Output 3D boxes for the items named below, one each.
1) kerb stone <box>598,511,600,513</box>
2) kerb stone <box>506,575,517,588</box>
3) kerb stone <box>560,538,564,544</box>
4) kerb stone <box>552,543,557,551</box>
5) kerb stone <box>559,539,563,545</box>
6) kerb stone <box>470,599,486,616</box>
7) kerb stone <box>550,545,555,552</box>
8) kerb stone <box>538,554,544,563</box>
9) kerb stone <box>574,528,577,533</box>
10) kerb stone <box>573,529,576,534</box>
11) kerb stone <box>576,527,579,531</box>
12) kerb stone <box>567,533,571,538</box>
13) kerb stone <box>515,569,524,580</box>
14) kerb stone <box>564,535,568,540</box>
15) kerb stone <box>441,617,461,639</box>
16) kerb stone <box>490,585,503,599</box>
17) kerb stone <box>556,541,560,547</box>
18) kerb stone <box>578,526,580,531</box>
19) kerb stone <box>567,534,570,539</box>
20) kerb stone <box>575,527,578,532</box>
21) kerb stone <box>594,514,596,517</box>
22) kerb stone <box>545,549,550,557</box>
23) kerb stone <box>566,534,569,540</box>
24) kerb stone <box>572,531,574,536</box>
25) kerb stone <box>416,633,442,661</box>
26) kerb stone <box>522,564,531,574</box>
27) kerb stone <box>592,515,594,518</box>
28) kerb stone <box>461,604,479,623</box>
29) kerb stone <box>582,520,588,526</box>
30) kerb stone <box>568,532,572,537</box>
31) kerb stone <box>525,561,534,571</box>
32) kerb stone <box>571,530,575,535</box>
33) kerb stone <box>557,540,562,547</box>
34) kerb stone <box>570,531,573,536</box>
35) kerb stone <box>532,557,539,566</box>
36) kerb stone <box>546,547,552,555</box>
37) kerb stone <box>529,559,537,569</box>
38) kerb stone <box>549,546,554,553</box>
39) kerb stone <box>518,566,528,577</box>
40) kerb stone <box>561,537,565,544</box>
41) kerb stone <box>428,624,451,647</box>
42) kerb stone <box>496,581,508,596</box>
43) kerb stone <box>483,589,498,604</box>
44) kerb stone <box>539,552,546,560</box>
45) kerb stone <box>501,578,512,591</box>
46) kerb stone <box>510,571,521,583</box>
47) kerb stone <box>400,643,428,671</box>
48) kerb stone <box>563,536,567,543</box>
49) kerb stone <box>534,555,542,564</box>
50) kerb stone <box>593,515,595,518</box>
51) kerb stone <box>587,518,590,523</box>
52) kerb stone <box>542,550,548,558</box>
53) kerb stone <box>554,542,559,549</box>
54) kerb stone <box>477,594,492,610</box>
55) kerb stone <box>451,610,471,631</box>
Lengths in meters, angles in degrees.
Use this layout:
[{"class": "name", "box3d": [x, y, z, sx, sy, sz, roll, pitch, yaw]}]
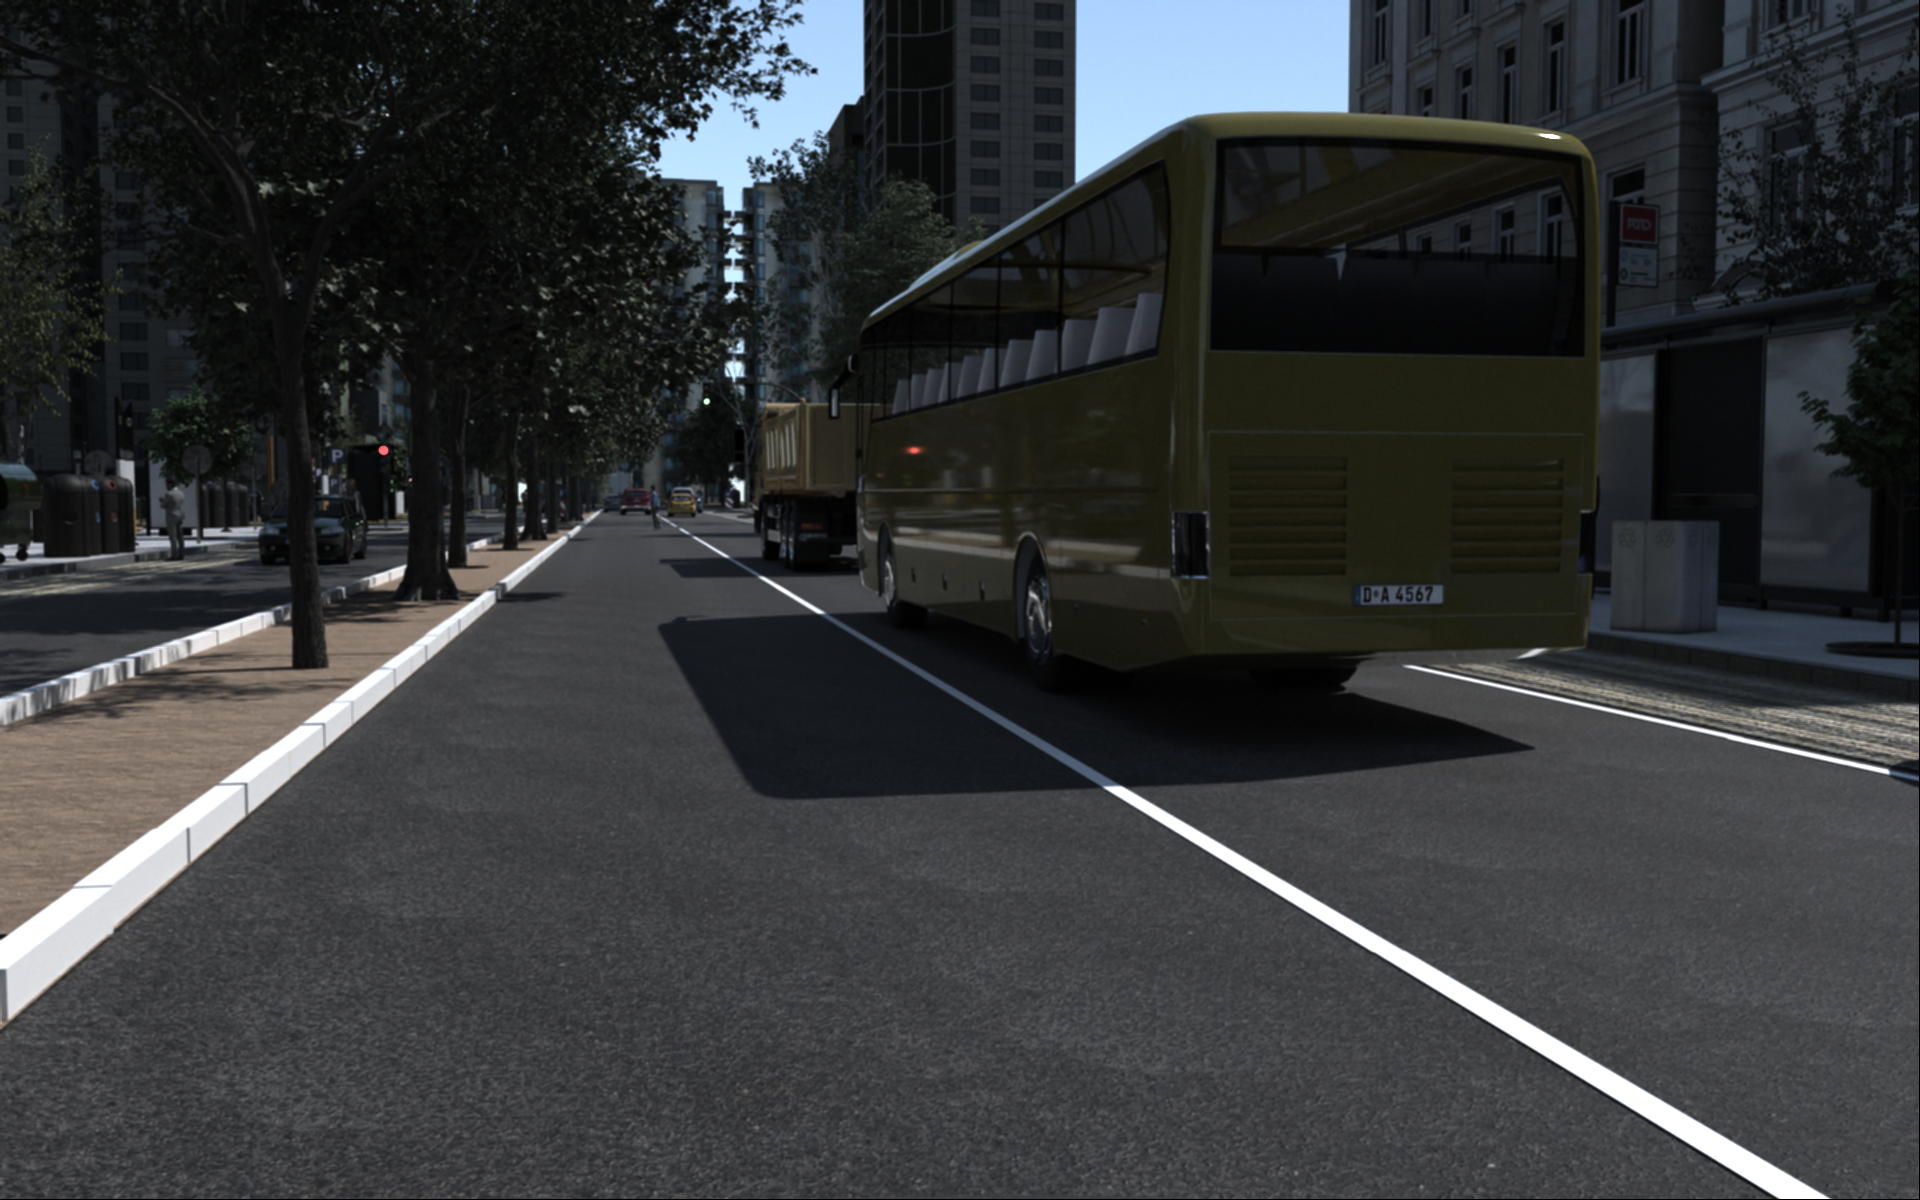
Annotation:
[{"class": "kerb stone", "box3d": [-24.241, -5.695, 115.349, 0.120, 0.150, 1.000, -1, 4, -11]}, {"class": "kerb stone", "box3d": [-6.858, -0.250, 26.296, 0.120, 0.150, 1.000, -1, 4, -11]}, {"class": "kerb stone", "box3d": [-10.986, -1.543, 47.426, 0.120, 0.150, 1.000, -1, 4, -11]}, {"class": "kerb stone", "box3d": [-10.000, -1.235, 42.392, 0.120, 0.150, 1.000, -1, 4, -11]}, {"class": "kerb stone", "box3d": [-10.792, -1.482, 46.418, 0.120, 0.150, 1.000, -1, 4, -11]}, {"class": "kerb stone", "box3d": [-5.682, 0.120, 20.266, 0.120, 0.150, 1.000, -1, 4, -11]}, {"class": "kerb stone", "box3d": [-9.809, -1.174, 41.388, 0.120, 0.150, 1.000, -1, 4, -11]}, {"class": "kerb stone", "box3d": [-8.637, -0.805, 35.359, 0.120, 0.150, 1.000, -1, 4, -11]}, {"class": "kerb stone", "box3d": [-13.545, -2.340, 60.531, 0.120, 0.150, 1.000, -1, 4, -11]}, {"class": "kerb stone", "box3d": [-13.146, -2.216, 58.512, 0.120, 0.150, 1.000, -1, 4, -11]}, {"class": "kerb stone", "box3d": [-13.931, -2.466, 62.540, 0.120, 0.150, 1.000, -1, 4, -11]}, {"class": "kerb stone", "box3d": [-12.170, -1.913, 53.481, 0.120, 0.150, 1.000, -1, 4, -11]}, {"class": "kerb stone", "box3d": [-7.255, -0.374, 28.318, 0.120, 0.150, 1.000, -1, 4, -11]}, {"class": "kerb stone", "box3d": [-11.570, -1.728, 50.454, 0.120, 0.150, 1.000, -1, 4, -11]}, {"class": "kerb stone", "box3d": [-5.099, 0.303, 17.246, 0.120, 0.150, 1.000, -1, 4, -11]}, {"class": "kerb stone", "box3d": [-6.279, -0.066, 23.280, 0.120, 0.150, 1.000, -1, 4, -11]}, {"class": "kerb stone", "box3d": [-10.392, -1.355, 44.401, 0.120, 0.150, 1.000, -1, 4, -11]}, {"class": "kerb stone", "box3d": [-14.325, -2.590, 64.547, 0.120, 0.150, 1.000, -1, 4, -11]}, {"class": "kerb stone", "box3d": [-11.972, -1.848, 52.476, 0.120, 0.150, 1.000, -1, 4, -11]}, {"class": "kerb stone", "box3d": [-13.737, -2.406, 61.537, 0.120, 0.150, 1.000, -1, 4, -11]}, {"class": "kerb stone", "box3d": [-21.098, -4.713, 99.252, 0.120, 0.150, 1.000, -1, 4, -11]}, {"class": "kerb stone", "box3d": [-9.222, -0.989, 38.371, 0.120, 0.150, 1.000, -1, 4, -11]}, {"class": "kerb stone", "box3d": [-11.778, -1.790, 51.470, 0.120, 0.150, 1.000, -1, 4, -11]}, {"class": "kerb stone", "box3d": [-12.755, -2.098, 56.502, 0.120, 0.150, 1.000, -1, 4, -11]}, {"class": "kerb stone", "box3d": [-4.700, 0.429, 15.242, 0.120, 0.150, 1.000, -1, 4, -11]}, {"class": "kerb stone", "box3d": [-7.651, -0.497, 30.323, 0.120, 0.150, 1.000, -1, 4, -11]}, {"class": "kerb stone", "box3d": [-20.114, -4.402, 94.212, 0.120, 0.150, 1.000, -1, 4, -11]}, {"class": "kerb stone", "box3d": [-5.485, 0.180, 19.258, 0.120, 0.150, 1.000, -1, 4, -11]}, {"class": "kerb stone", "box3d": [-16.970, -3.421, 78.121, 0.120, 0.150, 1.000, -1, 4, -11]}, {"class": "kerb stone", "box3d": [-12.361, -1.971, 54.488, 0.120, 0.150, 1.000, -1, 4, -11]}, {"class": "kerb stone", "box3d": [-7.839, -0.559, 31.328, 0.120, 0.150, 1.000, -1, 4, -11]}, {"class": "kerb stone", "box3d": [-12.955, -2.160, 57.504, 0.120, 0.150, 1.000, -1, 4, -11]}, {"class": "kerb stone", "box3d": [-10.589, -1.420, 45.415, 0.120, 0.150, 1.000, -1, 4, -11]}, {"class": "kerb stone", "box3d": [-12.555, -2.036, 55.492, 0.120, 0.150, 1.000, -1, 4, -11]}, {"class": "kerb stone", "box3d": [-8.238, -0.677, 33.344, 0.120, 0.150, 1.000, -1, 4, -11]}, {"class": "kerb stone", "box3d": [-9.414, -1.051, 39.375, 0.120, 0.150, 1.000, -1, 4, -11]}, {"class": "kerb stone", "box3d": [-8.036, -0.619, 32.331, 0.120, 0.150, 1.000, -1, 4, -11]}, {"class": "kerb stone", "box3d": [-9.611, -1.112, 40.381, 0.120, 0.150, 1.000, -1, 4, -11]}, {"class": "kerb stone", "box3d": [-7.453, -0.436, 29.321, 0.120, 0.150, 1.000, -1, 4, -11]}, {"class": "kerb stone", "box3d": [-11.188, -1.603, 48.434, 0.120, 0.150, 1.000, -1, 4, -11]}, {"class": "kerb stone", "box3d": [-4.906, 0.364, 16.243, 0.120, 0.150, 1.000, -1, 4, -11]}, {"class": "kerb stone", "box3d": [-6.464, -0.128, 24.290, 0.120, 0.150, 1.000, -1, 4, -11]}, {"class": "kerb stone", "box3d": [-6.078, -0.005, 22.271, 0.120, 0.150, 1.000, -1, 4, -11]}, {"class": "kerb stone", "box3d": [-8.822, -0.867, 36.364, 0.120, 0.150, 1.000, -1, 4, -11]}, {"class": "kerb stone", "box3d": [-6.667, -0.189, 25.292, 0.120, 0.150, 1.000, -1, 4, -11]}, {"class": "kerb stone", "box3d": [-7.055, -0.312, 27.299, 0.120, 0.150, 1.000, -1, 4, -11]}, {"class": "kerb stone", "box3d": [-4.506, 0.492, 14.223, 0.120, 0.150, 1.000, -1, 4, -11]}, {"class": "kerb stone", "box3d": [-11.376, -1.667, 49.447, 0.120, 0.150, 1.000, -1, 4, -11]}, {"class": "kerb stone", "box3d": [-8.431, -0.743, 34.351, 0.120, 0.150, 1.000, -1, 4, -11]}, {"class": "kerb stone", "box3d": [-20.517, -4.527, 96.229, 0.120, 0.150, 1.000, -1, 4, -11]}, {"class": "kerb stone", "box3d": [-18.160, -3.790, 84.163, 0.120, 0.150, 1.000, -1, 4, -11]}, {"class": "kerb stone", "box3d": [-9.025, -0.928, 37.368, 0.120, 0.150, 1.000, -1, 4, -11]}, {"class": "kerb stone", "box3d": [-10.201, -1.297, 43.394, 0.120, 0.150, 1.000, -1, 4, -11]}, {"class": "kerb stone", "box3d": [-5.875, 0.057, 21.270, 0.120, 0.150, 1.000, -1, 4, -11]}, {"class": "kerb stone", "box3d": [-5.289, 0.241, 18.255, 0.120, 0.150, 1.000, -1, 4, -11]}]
